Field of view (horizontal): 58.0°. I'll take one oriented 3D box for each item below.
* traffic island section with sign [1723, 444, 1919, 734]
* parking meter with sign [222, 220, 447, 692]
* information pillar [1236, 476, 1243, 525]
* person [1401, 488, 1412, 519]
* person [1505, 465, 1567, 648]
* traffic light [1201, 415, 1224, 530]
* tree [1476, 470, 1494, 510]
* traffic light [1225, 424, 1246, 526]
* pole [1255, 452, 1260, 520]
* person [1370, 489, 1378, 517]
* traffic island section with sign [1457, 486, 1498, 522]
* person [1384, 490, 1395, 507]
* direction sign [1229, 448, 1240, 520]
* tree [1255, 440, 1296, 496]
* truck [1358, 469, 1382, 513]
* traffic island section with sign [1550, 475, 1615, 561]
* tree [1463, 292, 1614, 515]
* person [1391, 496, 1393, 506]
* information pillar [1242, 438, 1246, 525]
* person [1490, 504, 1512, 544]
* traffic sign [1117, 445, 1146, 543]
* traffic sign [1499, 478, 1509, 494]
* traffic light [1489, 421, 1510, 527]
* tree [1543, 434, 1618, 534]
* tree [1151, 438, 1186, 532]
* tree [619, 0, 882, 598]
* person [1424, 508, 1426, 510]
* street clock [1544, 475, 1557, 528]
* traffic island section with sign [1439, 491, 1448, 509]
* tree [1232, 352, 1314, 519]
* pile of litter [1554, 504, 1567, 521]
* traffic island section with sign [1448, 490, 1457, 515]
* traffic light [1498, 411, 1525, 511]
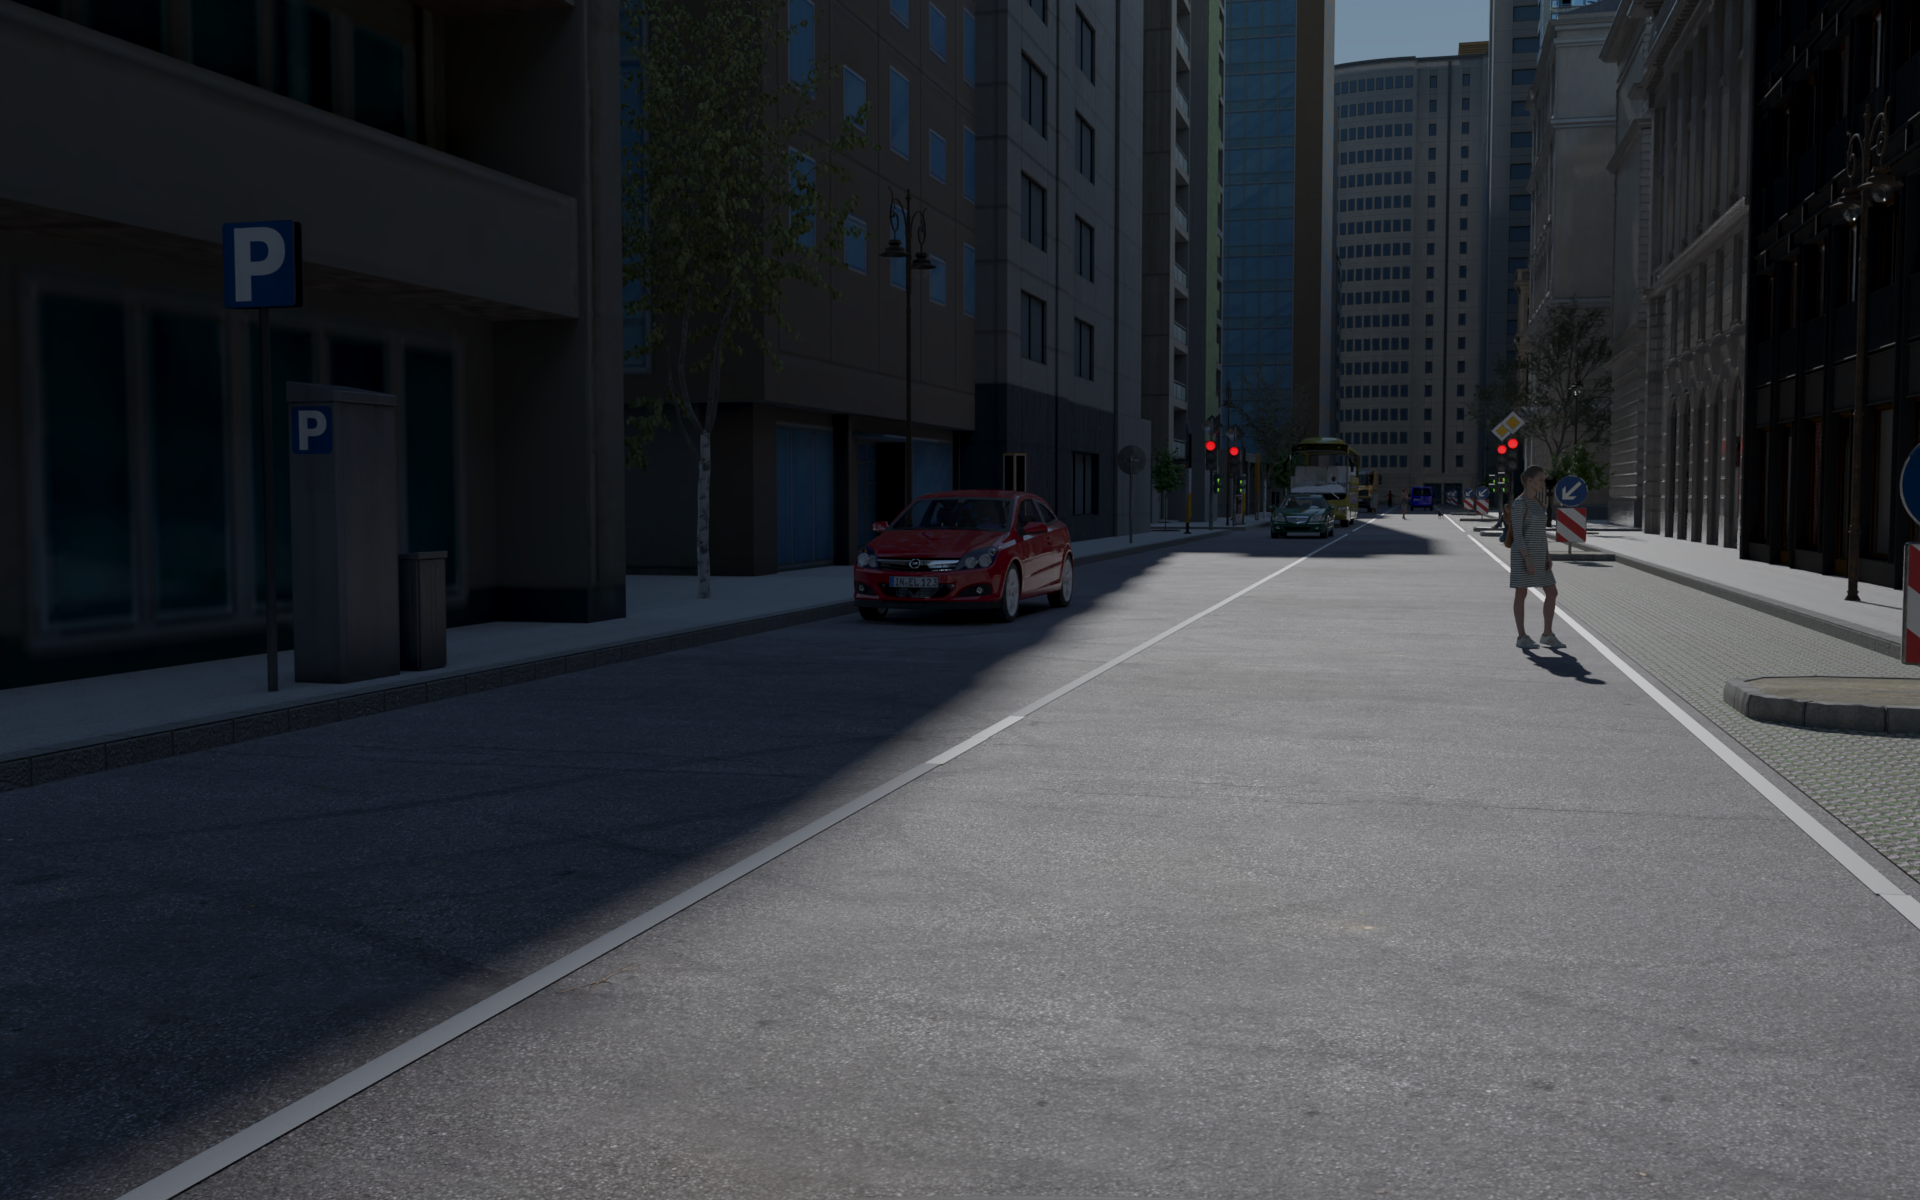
[{"bbox_3d":[6.087,-0.155,11.159,1.989,1.847,2.006,1,4,15],"label":"traffic island section with sign"},{"bbox_3d":[-4.229,-0.961,11.967,0.543,3.016,1.738,1,4,17],"label":"parking meter with sign"},{"bbox_3d":[11.531,-4.107,71.634,0.304,2.012,0.304,1,4,10],"label":"information pillar"},{"bbox_3d":[25.312,-5.474,98.362,0.532,1.782,0.716,2,4,32],"label":"person"},{"bbox_3d":[5.323,-0.406,16.148,0.512,1.701,0.522,-3,5,-42],"label":"person"},{"bbox_3d":[8.909,-4.426,61.281,0.839,4.253,0.868,1,4,15],"label":"traffic light"},{"bbox_3d":[42.884,-8.961,141.115,1.663,3.219,1.824,0,3,0],"label":"tree"},{"bbox_3d":[10.960,-4.898,69.000,0.839,4.253,0.868,1,4,15],"label":"traffic light"},{"bbox_3d":[14.543,-5.558,84.720,0.158,3.312,0.155,0,3,0],"label":"pole"},{"bbox_3d":[25.402,-5.935,106.286,0.466,1.731,0.760,0,4,6],"label":"person"},{"bbox_3d":[27.103,-4.996,90.308,1.989,1.847,2.006,1,4,15],"label":"traffic island section with sign"},{"bbox_3d":[46.030,-10.829,185.498,1.348,1.831,0.705,-1,4,-12],"label":"person"},{"bbox_3d":[13.358,-5.660,84.536,0.876,3.537,0.379,-3,5,-42],"label":"direction sign"},{"bbox_3d":[18.850,-7.146,100.547,4.285,4.588,4.351,0,3,0],"label":"tree"},{"bbox_3d":[31.567,-8.617,136.805,3.469,3.379,9.791,1,4,14],"label":"truck"},{"bbox_3d":[13.150,-1.783,37.781,1.989,1.847,2.006,1,4,15],"label":"traffic island section with sign"},{"bbox_3d":[27.772,-8.961,80.918,8.767,10.594,7.601,0,4,-7],"label":"tree"},{"bbox_3d":[48.293,-11.163,194.275,1.065,1.426,0.557,-3,5,-40],"label":"person"},{"bbox_3d":[11.893,-4.972,72.653,0.183,3.616,0.504,0,4,-1],"label":"information pillar"},{"bbox_3d":[15.636,-2.148,49.113,1.012,1.151,0.738,2,4,29],"label":"person"},{"bbox_3d":[4.443,-2.745,44.991,0.768,2.556,0.104,1,4,17],"label":"traffic sign"},{"bbox_3d":[32.100,-6.200,102.552,0.795,2.450,0.064,1,4,20],"label":"traffic sign"},{"bbox_3d":[20.737,-4.741,66.428,0.839,4.253,0.868,1,4,15],"label":"traffic light"},{"bbox_3d":[19.932,-3.729,55.572,1.663,3.219,1.824,0,3,0],"label":"tree"},{"bbox_3d":[7.121,-3.973,59.565,1.663,3.219,1.824,0,3,0],"label":"tree"},{"bbox_3d":[-3.104,-4.341,21.343,4.737,8.622,4.395,0,3,0],"label":"tree"},{"bbox_3d":[40.533,-8.539,151.339,0.697,1.427,0.421,3,4,36],"label":"person"},{"bbox_3d":[22.617,-3.785,66.461,0.471,2.002,0.358,0,4,6],"label":"street clock"},{"bbox_3d":[47.105,-9.600,165.592,1.989,1.847,2.006,1,4,15],"label":"traffic island section with sign"},{"bbox_3d":[16.167,-8.557,90.275,4.360,8.622,3.978,0,3,0],"label":"tree"},{"bbox_3d":[28.921,-4.189,82.449,1.176,0.858,1.719,1,4,14],"label":"pile of litter"},{"bbox_3d":[34.039,-6.589,116.359,1.989,1.847,2.006,1,4,15],"label":"traffic island section with sign"},{"bbox_3d":[18.687,-4.268,58.710,0.839,4.253,0.868,1,4,15],"label":"traffic light"}]
